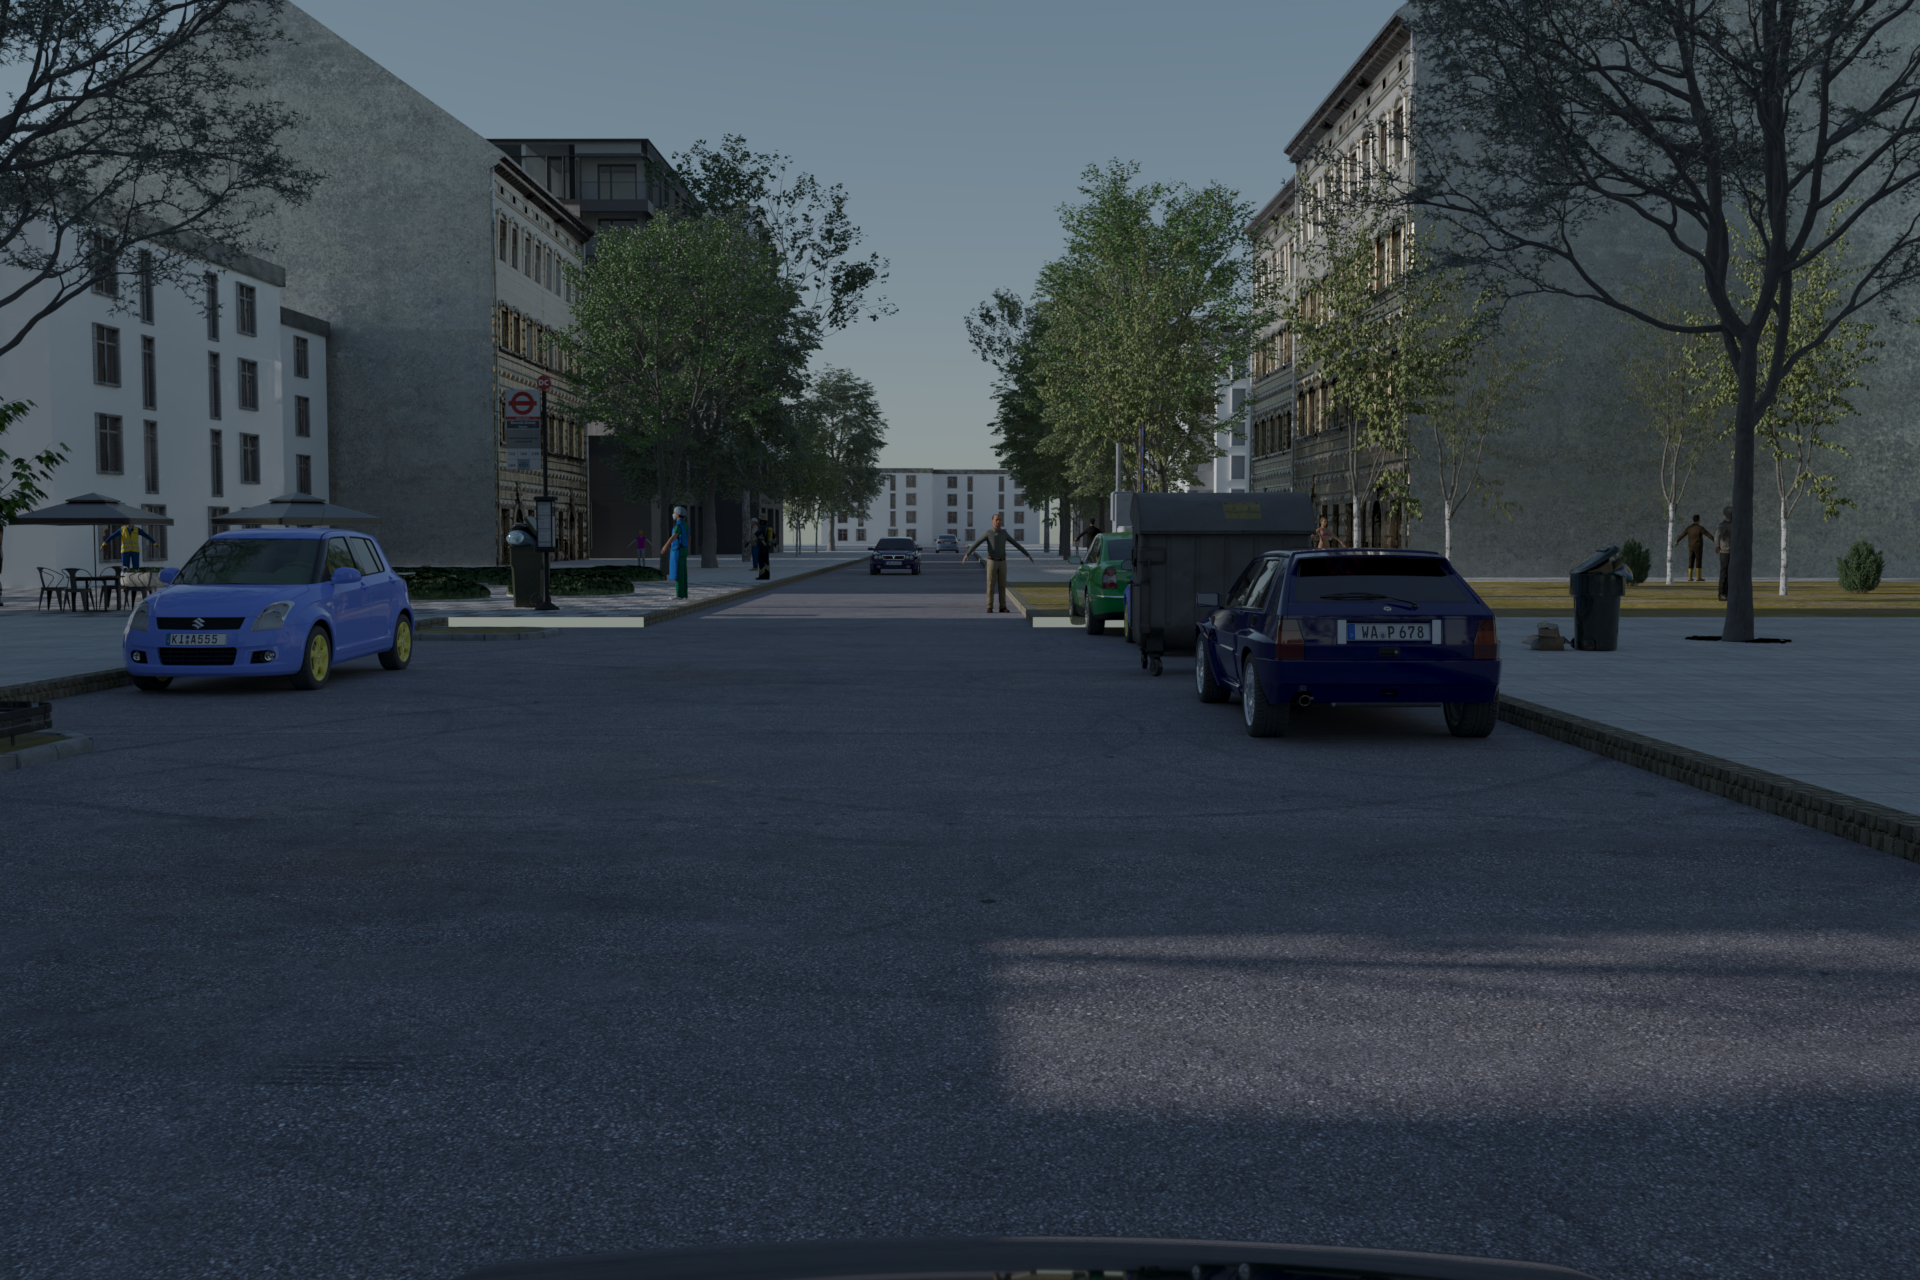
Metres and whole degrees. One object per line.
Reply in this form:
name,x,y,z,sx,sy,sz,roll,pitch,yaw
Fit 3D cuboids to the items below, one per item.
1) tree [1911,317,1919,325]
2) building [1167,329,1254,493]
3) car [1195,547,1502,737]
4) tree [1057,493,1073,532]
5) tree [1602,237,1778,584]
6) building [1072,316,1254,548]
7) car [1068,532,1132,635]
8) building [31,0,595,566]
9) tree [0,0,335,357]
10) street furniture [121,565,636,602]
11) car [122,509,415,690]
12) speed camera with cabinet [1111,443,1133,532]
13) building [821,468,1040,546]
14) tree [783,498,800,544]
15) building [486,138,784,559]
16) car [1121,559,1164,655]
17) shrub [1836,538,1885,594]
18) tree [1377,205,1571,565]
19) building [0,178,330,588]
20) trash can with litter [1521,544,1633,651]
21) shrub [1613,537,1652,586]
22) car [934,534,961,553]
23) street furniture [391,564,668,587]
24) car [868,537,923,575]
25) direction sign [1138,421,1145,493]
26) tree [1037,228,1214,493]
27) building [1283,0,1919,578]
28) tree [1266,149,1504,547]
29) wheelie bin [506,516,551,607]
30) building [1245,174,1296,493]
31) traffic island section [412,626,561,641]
tree,27.097,-7.586,42.152,7.486,12.596,7.792,0,3,0
building,24.358,-18.520,159.225,16.016,20.090,11.380,0,4,0
car,2.890,-0.059,13.545,1.945,1.354,3.894,0,3,0
tree,14.375,-16.445,219.237,4.737,8.622,4.395,0,3,0
tree,17.883,-5.725,43.960,4.360,8.622,3.978,0,3,0
building,25.399,-20.479,178.811,27.936,21.610,32.646,0,4,0
car,2.651,-1.052,26.003,1.959,1.807,4.718,0,4,-1
building,-27.911,-15.100,77.810,19.493,23.208,18.063,0,4,-1
tree,-12.458,-6.759,20.887,12.009,13.543,11.850,0,3,0
street furniture,-12.128,-1.242,35.927,10.072,0.657,5.734,1,4,15
car,-6.710,-0.455,17.024,1.945,1.707,3.694,0,4,0
speed camera with cabinet,3.649,-2.613,37.055,0.660,3.252,2.038,0,4,-1
building,-3.711,-16.894,220.821,28.070,9.664,9.099,0,4,-4
tree,-21.666,-16.640,222.432,4.737,8.622,4.395,0,3,0
building,-26.522,-16.035,106.149,27.936,21.610,32.646,0,4,0
car,3.022,-0.743,21.743,1.945,1.707,3.694,0,4,0
shrub,19.379,-1.600,37.272,1.383,1.207,1.383,0,3,0
tree,11.094,-5.445,39.390,4.360,8.622,3.978,0,3,0
building,-25.809,-6.891,54.807,9.099,9.664,28.070,0,4,0
trash can with litter,6.784,-0.469,19.050,1.055,1.170,0.624,0,4,0
shrub,16.483,-1.921,42.532,1.383,1.207,1.383,0,3,0
car,-0.953,-7.200,129.720,2.014,1.417,4.499,0,4,0
street furniture,-12.416,-1.746,44.168,10.072,0.657,5.734,-1,4,-15
car,-2.293,-3.013,61.845,1.945,1.354,3.894,0,4,0
direction sign,3.695,-2.650,35.330,0.379,3.537,0.876,0,4,-1
tree,4.160,-5.541,40.950,4.737,8.622,4.395,0,3,0
building,22.389,-13.961,59.195,19.493,23.208,18.063,0,4,0
tree,7.929,-5.082,33.453,4.737,8.622,4.395,0,3,0
wheelie bin,-7.560,-1.377,30.416,0.693,1.594,0.980,0,4,-1
building,23.794,-15.071,77.345,19.493,23.208,18.063,0,3,0
traffic island section,-6.702,-0.085,24.262,1.991,0.108,1.994,0,4,1
